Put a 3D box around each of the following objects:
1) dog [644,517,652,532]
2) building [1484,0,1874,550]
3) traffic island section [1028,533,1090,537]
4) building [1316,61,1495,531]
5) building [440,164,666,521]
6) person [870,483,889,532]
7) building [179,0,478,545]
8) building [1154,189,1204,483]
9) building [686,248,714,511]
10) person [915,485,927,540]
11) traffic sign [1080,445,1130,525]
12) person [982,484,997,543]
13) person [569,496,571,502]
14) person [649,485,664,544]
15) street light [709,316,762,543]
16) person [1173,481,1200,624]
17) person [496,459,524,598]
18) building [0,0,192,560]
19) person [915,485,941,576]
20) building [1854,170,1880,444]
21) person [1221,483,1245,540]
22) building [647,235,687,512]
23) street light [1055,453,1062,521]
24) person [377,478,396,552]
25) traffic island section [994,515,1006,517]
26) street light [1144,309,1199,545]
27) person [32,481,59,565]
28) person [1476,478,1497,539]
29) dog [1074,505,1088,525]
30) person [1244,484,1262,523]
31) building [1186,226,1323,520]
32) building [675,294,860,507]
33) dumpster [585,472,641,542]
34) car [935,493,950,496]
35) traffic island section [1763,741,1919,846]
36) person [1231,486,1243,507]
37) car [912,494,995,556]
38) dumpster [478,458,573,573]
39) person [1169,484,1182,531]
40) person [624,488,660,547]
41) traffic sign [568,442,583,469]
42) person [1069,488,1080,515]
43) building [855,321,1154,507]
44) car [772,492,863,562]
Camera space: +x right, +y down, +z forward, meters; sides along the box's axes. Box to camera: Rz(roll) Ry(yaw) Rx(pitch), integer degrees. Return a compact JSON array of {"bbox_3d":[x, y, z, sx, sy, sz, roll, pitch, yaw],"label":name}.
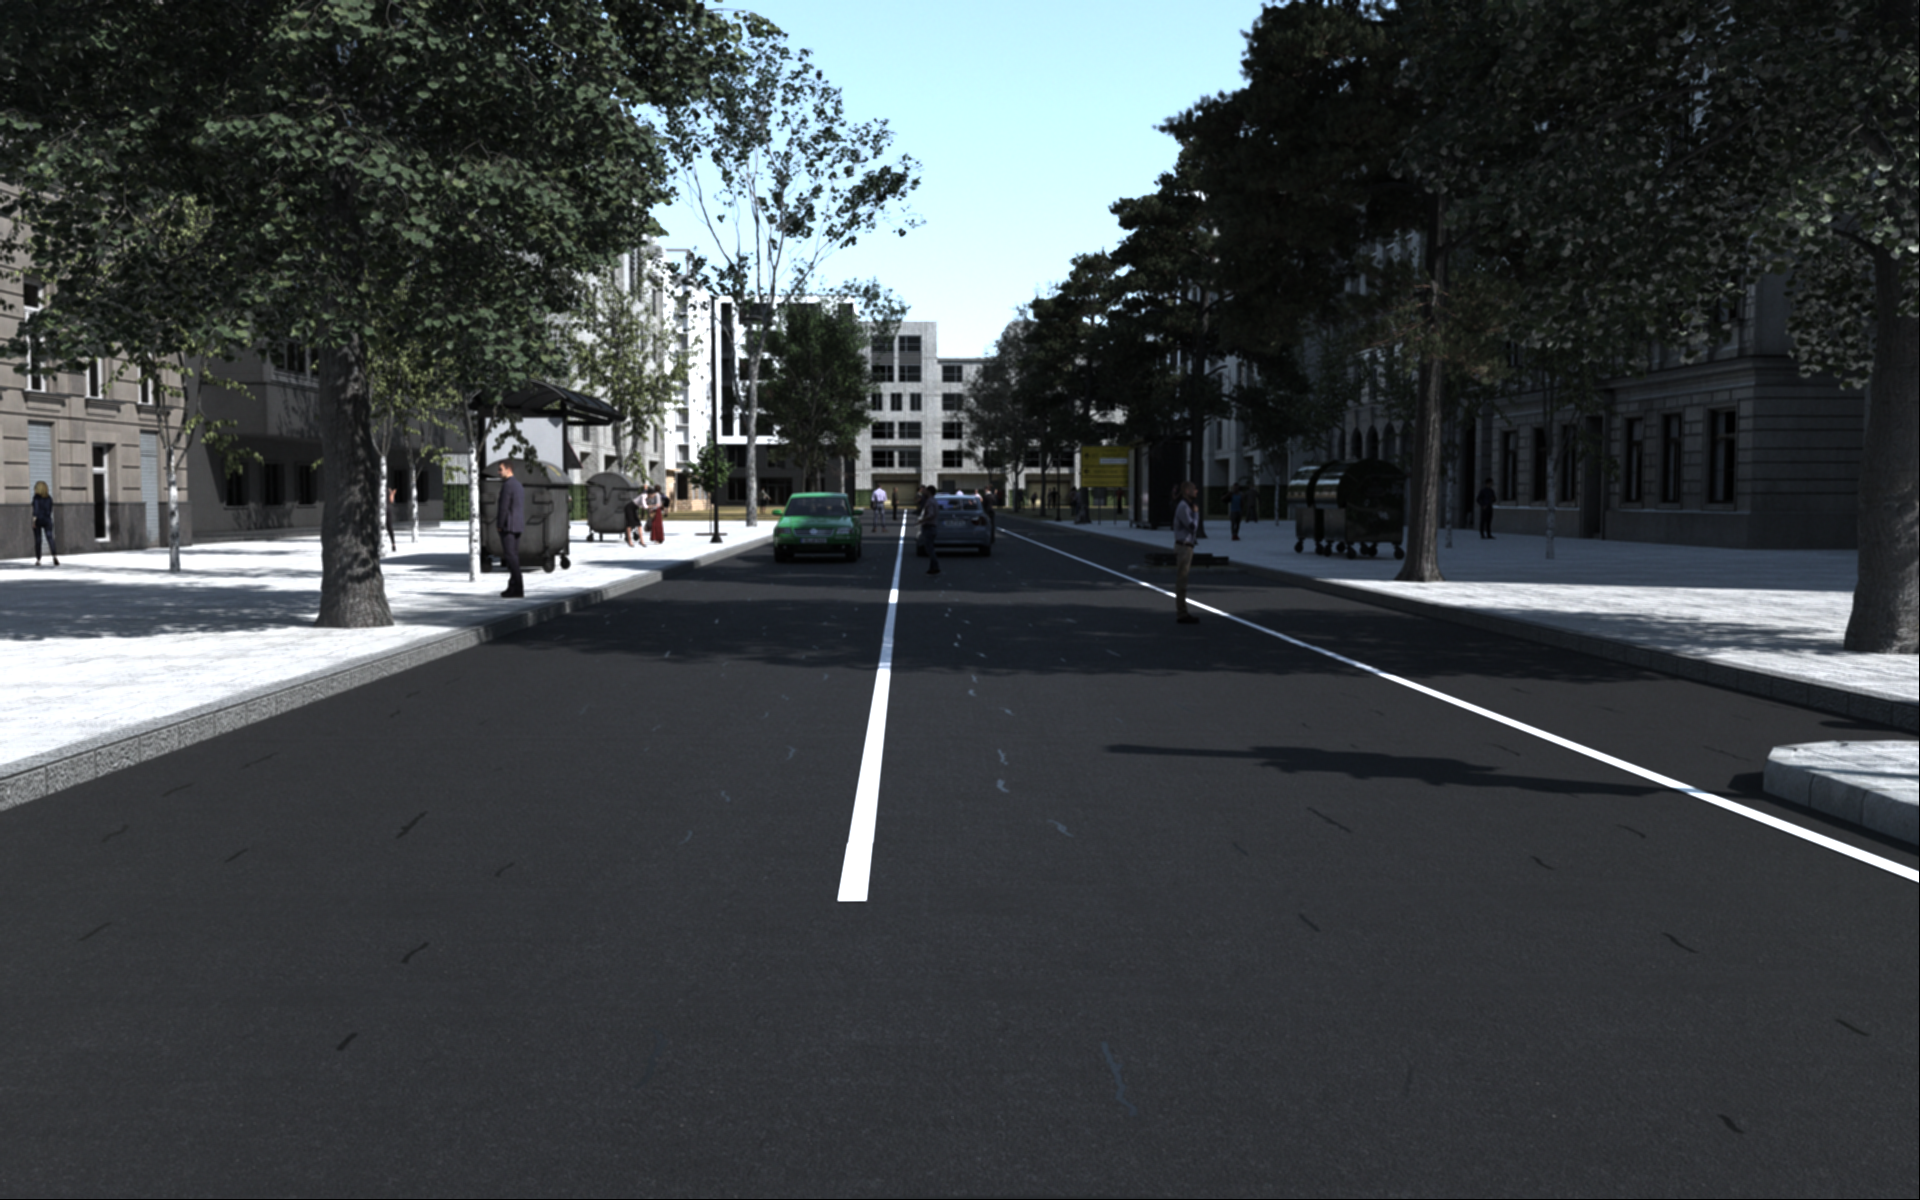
[{"bbox_3d":[-10.407,-2.691,58.371,0.513,0.831,0.800,-1,4,-12],"label":"dog"},{"bbox_3d":[22.591,-11.250,48.559,10.561,19.102,19.286,0,4,-2],"label":"building"},{"bbox_3d":[3.353,-2.217,59.111,1.991,0.108,1.994,0,4,-2],"label":"traffic island section"},{"bbox_3d":[23.471,-14.009,70.849,13.314,21.916,24.055,0,4,-2],"label":"building"},{"bbox_3d":[-27.266,-14.141,97.659,16.747,18.905,31.486,0,4,-2],"label":"building"},{"bbox_3d":[-3.037,-3.481,65.289,0.709,1.838,0.599,0,4,-2],"label":"person"},{"bbox_3d":[-25.034,-15.931,53.974,14.314,27.812,24.014,0,4,-2],"label":"building"},{"bbox_3d":[28.341,-17.639,132.365,27.936,21.610,32.646,0,4,-2],"label":"building"},{"bbox_3d":[-26.214,-17.333,139.816,11.380,20.091,16.016,0,4,-2],"label":"building"},{"bbox_3d":[-1.099,-2.678,53.205,0.530,1.710,0.541,-1,4,-17],"label":"person"},{"bbox_3d":[6.134,-4.781,72.041,2.265,3.308,0.079,0,4,4],"label":"traffic sign"},{"bbox_3d":[0.827,-2.517,50.454,0.445,1.727,0.742,1,4,15],"label":"person"},{"bbox_3d":[-16.030,-3.797,70.331,0.614,1.554,0.590,2,4,32],"label":"person"},{"bbox_3d":[-7.833,-2.214,44.715,0.387,1.526,0.523,0,4,-5],"label":"person"},{"bbox_3d":[-5.854,-4.450,45.299,1.470,5.913,1.316,0,4,-2],"label":"street light"},{"bbox_3d":[2.549,-0.538,19.355,0.319,1.574,0.516,1,4,14],"label":"person"},{"bbox_3d":[-5.604,-0.894,21.585,0.530,1.710,0.541,1,4,19],"label":"person"},{"bbox_3d":[-24.152,-14.203,29.490,12.463,27.353,25.104,0,4,-2],"label":"building"},{"bbox_3d":[-0.541,-1.218,30.367,0.435,1.587,0.963,0,4,4],"label":"person"},{"bbox_3d":[39.568,-15.285,26.324,44.131,29.872,17.030,0,4,-2],"label":"building"},{"bbox_3d":[7.612,-2.464,48.194,0.647,1.594,0.662,-1,4,-14],"label":"person"},{"bbox_3d":[-27.916,-16.115,119.900,16.016,20.091,11.380,0,4,-2],"label":"building"},{"bbox_3d":[4.079,-6.639,81.089,1.470,5.913,1.316,0,4,-2],"label":"street light"},{"bbox_3d":[-12.854,-1.905,38.665,0.415,1.643,0.593,1,4,20],"label":"person"},{"bbox_3d":[1.837,-5.287,109.300,1.991,0.108,1.994,0,4,-2],"label":"traffic island section"},{"bbox_3d":[5.314,-4.345,43.577,1.470,5.913,1.316,0,4,-2],"label":"street light"},{"bbox_3d":[-16.469,-1.383,31.194,0.613,1.512,0.480,1,4,13],"label":"person"},{"bbox_3d":[15.122,-2.617,49.529,0.576,1.737,0.504,-3,5,-39],"label":"person"},{"bbox_3d":[4.970,-3.590,73.078,0.800,0.831,0.513,1,4,21],"label":"dog"},{"bbox_3d":[13.091,-4.362,77.909,0.990,1.755,0.434,0,4,-3],"label":"person"},{"bbox_3d":[24.034,-14.302,100.299,16.747,18.905,31.486,0,4,-2],"label":"building"},{"bbox_3d":[-27.606,-21.217,190.870,32.646,21.610,27.936,0,4,-2],"label":"building"},{"bbox_3d":[-9.343,-2.497,46.589,1.264,1.857,1.865,0,4,-2],"label":"dumpster"},{"bbox_3d":[-1.327,-7.561,133.220,1.945,1.707,3.694,0,4,0],"label":"car"},{"bbox_3d":[4.899,0.902,7.526,2.009,0.180,2.903,0,4,-2],"label":"traffic island section"},{"bbox_3d":[12.737,-4.404,79.516,0.517,1.644,0.566,0,4,1],"label":"person"},{"bbox_3d":[-0.158,-1.794,41.334,2.014,1.417,4.499,0,4,0],"label":"car"},{"bbox_3d":[-7.210,-1.406,28.742,1.264,1.857,1.865,0,4,-2],"label":"dumpster"},{"bbox_3d":[7.497,-3.207,59.950,0.415,1.643,0.593,-3,5,-44],"label":"person"},{"bbox_3d":[-7.742,-2.011,42.119,0.799,1.438,0.628,-1,4,-22],"label":"person"},{"bbox_3d":[-8.419,-2.246,36.724,0.884,2.594,0.081,0,4,7],"label":"traffic sign"},{"bbox_3d":[5.594,-4.433,80.482,0.963,1.587,0.435,-1,4,-12],"label":"person"},{"bbox_3d":[4.763,-19.522,185.646,31.486,18.905,16.747,0,4,-2],"label":"building"},{"bbox_3d":[-3.088,-1.785,37.982,1.959,1.807,4.718,0,4,-2],"label":"car"}]
